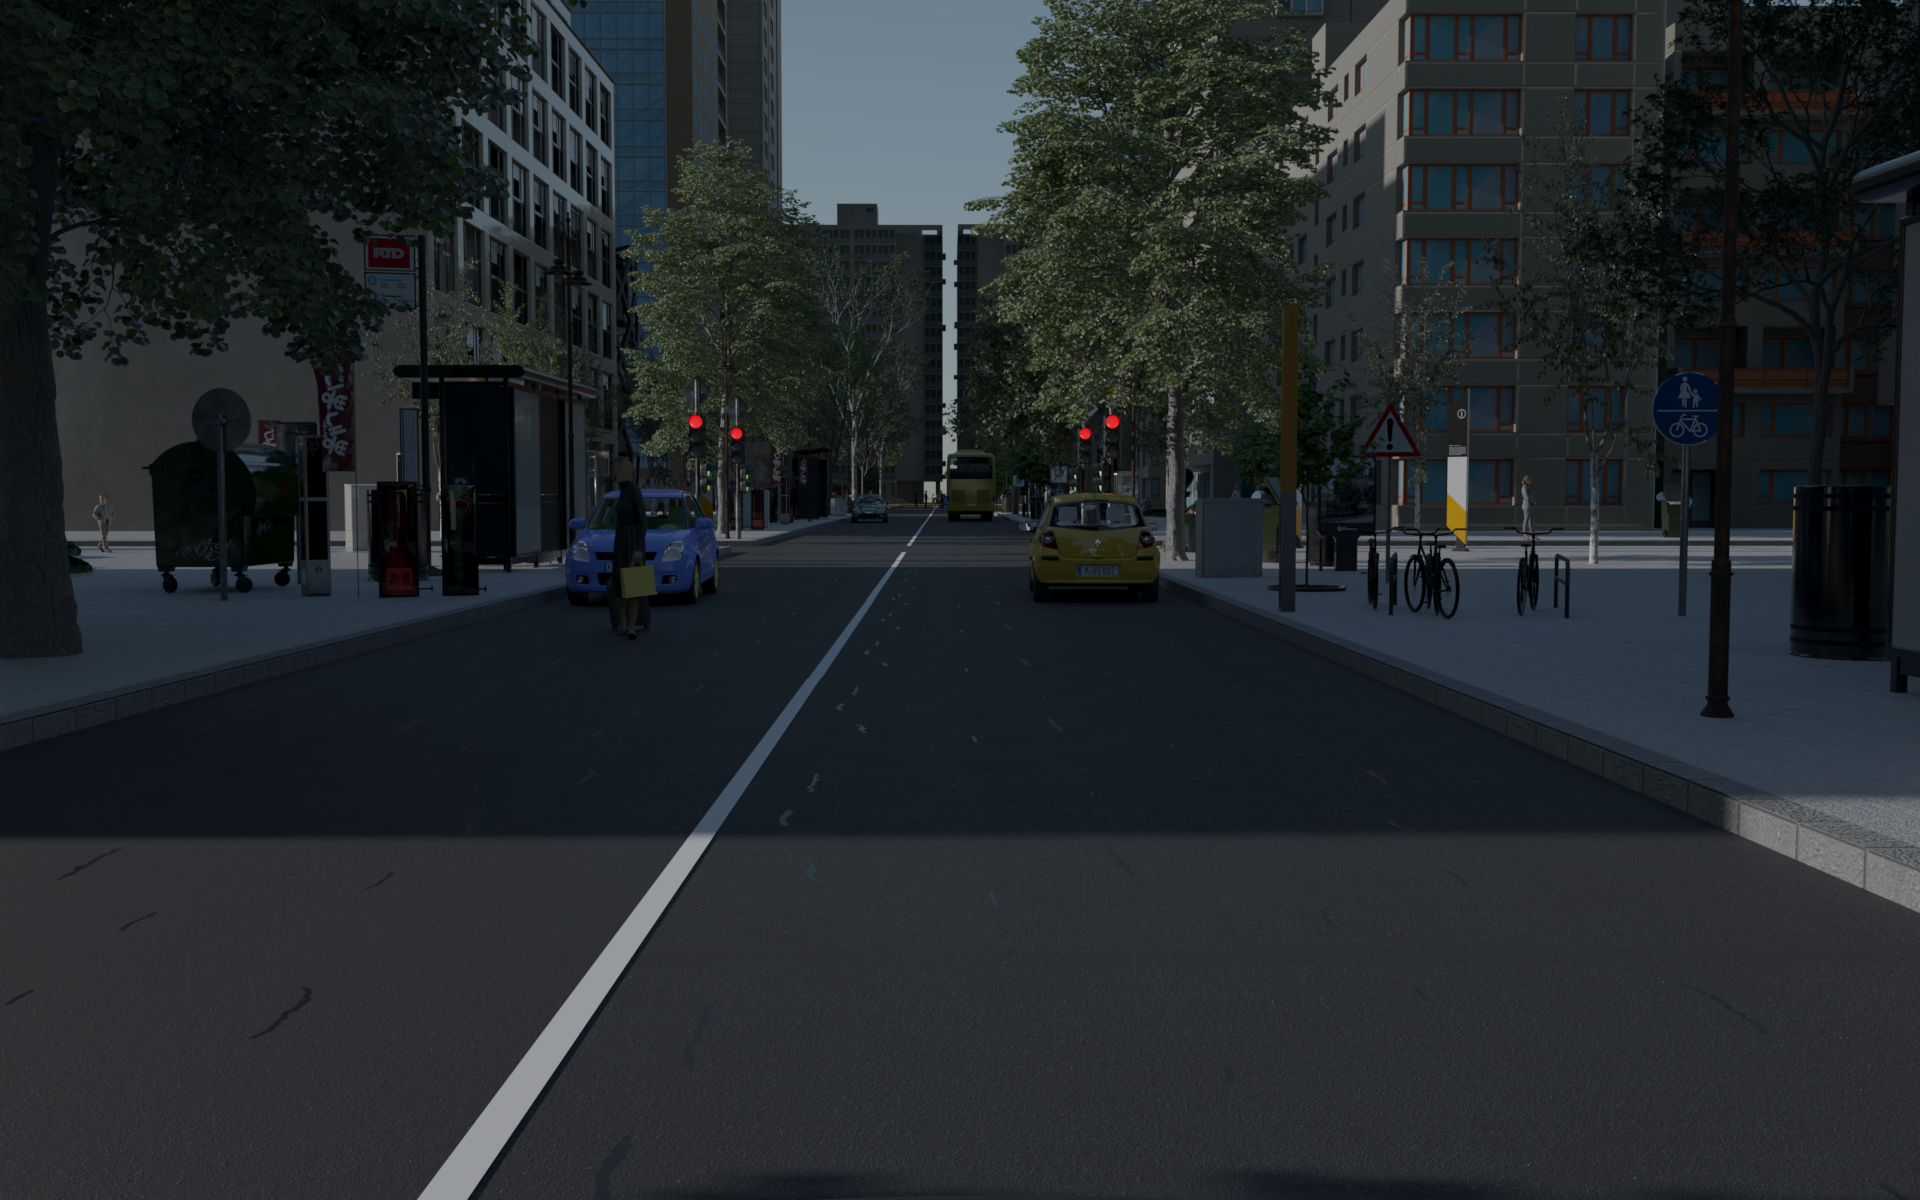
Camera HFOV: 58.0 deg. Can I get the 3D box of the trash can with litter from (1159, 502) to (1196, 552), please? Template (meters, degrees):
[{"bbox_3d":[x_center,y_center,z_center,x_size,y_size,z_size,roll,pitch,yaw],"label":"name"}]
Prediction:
[{"bbox_3d":[4.907,-1.634,38.106,1.055,1.170,0.624,2,4,24],"label":"trash can with litter"}]

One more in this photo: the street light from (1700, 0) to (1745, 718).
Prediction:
[{"bbox_3d":[4.372,-2.265,9.820,0.468,5.910,1.993,0,4,0],"label":"street light"}]

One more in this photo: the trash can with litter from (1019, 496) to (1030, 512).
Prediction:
[{"bbox_3d":[4.579,-6.789,122.059,1.678,1.210,2.233,0,4,-7],"label":"trash can with litter"}]

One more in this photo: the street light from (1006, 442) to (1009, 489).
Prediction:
[{"bbox_3d":[3.356,-9.242,123.887,0.468,5.910,1.993,0,4,0],"label":"street light"}]

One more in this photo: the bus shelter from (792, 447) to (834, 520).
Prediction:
[{"bbox_3d":[-7.545,-6.005,89.458,1.731,3.624,6.357,0,4,0],"label":"bus shelter"}]

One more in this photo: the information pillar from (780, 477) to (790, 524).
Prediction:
[{"bbox_3d":[-7.406,-4.205,73.237,0.304,2.012,0.304,1,4,17],"label":"information pillar"}]

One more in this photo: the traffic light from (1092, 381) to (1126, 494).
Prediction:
[{"bbox_3d":[3.569,-3.192,41.106,0.839,4.253,0.868,0,4,0],"label":"traffic light"}]

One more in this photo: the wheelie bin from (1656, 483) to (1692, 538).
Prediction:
[{"bbox_3d":[21.034,-2.641,51.081,0.980,1.594,0.693,1,4,8],"label":"wheelie bin"}]

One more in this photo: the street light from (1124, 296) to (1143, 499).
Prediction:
[{"bbox_3d":[4.085,-4.154,40.711,0.468,5.910,1.993,0,4,0],"label":"street light"}]

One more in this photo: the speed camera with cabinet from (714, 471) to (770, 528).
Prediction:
[{"bbox_3d":[-8.315,-4.382,65.986,2.038,3.252,0.660,0,4,1],"label":"speed camera with cabinet"}]

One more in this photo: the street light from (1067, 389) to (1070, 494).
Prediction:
[{"bbox_3d":[3.872,-5.434,61.633,0.468,5.910,1.993,0,4,0],"label":"street light"}]

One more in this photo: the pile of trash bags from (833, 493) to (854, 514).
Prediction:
[{"bbox_3d":[-8.096,-6.426,114.820,1.912,1.369,3.447,-1,4,-18],"label":"pile of trash bags"}]

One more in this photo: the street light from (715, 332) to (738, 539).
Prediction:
[{"bbox_3d":[-6.682,-4.701,49.647,0.468,5.910,1.993,0,4,0],"label":"street light"}]

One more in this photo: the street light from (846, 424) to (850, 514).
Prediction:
[{"bbox_3d":[-7.192,-8.482,111.460,0.468,5.910,1.993,0,4,0],"label":"street light"}]

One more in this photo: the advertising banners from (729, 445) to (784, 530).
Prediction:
[{"bbox_3d":[-7.287,-4.028,62.044,2.074,3.025,0.090,0,4,2],"label":"advertising banners"}]

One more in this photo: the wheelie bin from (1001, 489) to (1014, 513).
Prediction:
[{"bbox_3d":[3.273,-6.757,118.387,0.980,1.594,0.693,-3,4,-39],"label":"wheelie bin"}]

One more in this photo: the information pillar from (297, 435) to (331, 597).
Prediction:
[{"bbox_3d":[-8.110,-1.056,21.764,0.304,2.012,0.304,-2,4,-34],"label":"information pillar"}]

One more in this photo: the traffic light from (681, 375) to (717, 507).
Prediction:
[{"bbox_3d":[-6.191,-3.186,41.009,0.839,4.253,0.868,0,4,0],"label":"traffic light"}]

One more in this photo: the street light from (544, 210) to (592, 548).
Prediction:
[{"bbox_3d":[-6.420,-3.410,28.547,0.468,5.910,1.993,0,4,0],"label":"street light"}]

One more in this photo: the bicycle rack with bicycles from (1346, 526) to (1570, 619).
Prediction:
[{"bbox_3d":[5.481,-0.333,18.822,2.852,0.926,2.925,1,4,17],"label":"bicycle rack with bicycles"}]

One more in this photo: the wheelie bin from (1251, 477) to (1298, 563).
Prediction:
[{"bbox_3d":[5.884,-1.507,32.553,0.693,1.594,0.980,3,5,42],"label":"wheelie bin"}]

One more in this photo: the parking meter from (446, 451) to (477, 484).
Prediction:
[{"bbox_3d":[-6.766,-1.091,23.552,0.399,1.863,0.255,-1,4,-14],"label":"parking meter"}]

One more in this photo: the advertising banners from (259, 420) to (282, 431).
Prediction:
[{"bbox_3d":[-16.997,-2.720,40.661,2.074,3.025,0.090,-2,4,-28],"label":"advertising banners"}]

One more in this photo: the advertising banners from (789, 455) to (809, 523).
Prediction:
[{"bbox_3d":[-7.666,-4.943,76.998,2.074,3.025,0.090,1,4,14],"label":"advertising banners"}]

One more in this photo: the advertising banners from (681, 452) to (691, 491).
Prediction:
[{"bbox_3d":[-10.535,-4.231,65.367,0.090,3.025,2.074,1,4,15],"label":"advertising banners"}]

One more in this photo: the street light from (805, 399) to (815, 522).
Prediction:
[{"bbox_3d":[-7.007,-6.592,80.568,0.468,5.910,1.993,0,4,0],"label":"street light"}]

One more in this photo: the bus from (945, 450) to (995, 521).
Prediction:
[{"bbox_3d":[0.554,-6.371,95.720,2.896,3.916,12.252,0,3,0],"label":"bus"}]

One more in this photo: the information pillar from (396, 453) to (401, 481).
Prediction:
[{"bbox_3d":[-9.826,-1.612,30.852,0.304,2.012,0.304,-2,4,-33],"label":"information pillar"}]

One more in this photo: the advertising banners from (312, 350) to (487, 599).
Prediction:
[{"bbox_3d":[-6.934,-1.543,21.421,2.074,3.025,0.090,-2,4,-29],"label":"advertising banners"}]

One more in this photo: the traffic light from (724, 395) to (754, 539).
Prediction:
[{"bbox_3d":[-6.258,-3.674,48.993,0.839,4.253,0.868,0,4,0],"label":"traffic light"}]

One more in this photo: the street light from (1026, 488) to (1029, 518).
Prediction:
[{"bbox_3d":[3.618,-7.331,92.641,0.468,5.910,1.993,0,4,0],"label":"street light"}]

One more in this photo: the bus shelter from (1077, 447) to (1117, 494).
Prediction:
[{"bbox_3d":[6.803,-5.827,86.548,1.731,3.624,6.357,0,4,0],"label":"bus shelter"}]

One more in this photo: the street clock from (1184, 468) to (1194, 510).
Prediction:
[{"bbox_3d":[6.264,-2.669,48.200,0.471,2.002,0.358,1,4,14],"label":"street clock"}]

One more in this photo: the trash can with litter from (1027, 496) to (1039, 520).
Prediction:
[{"bbox_3d":[3.795,-4.630,87.095,0.624,1.170,1.055,1,4,18],"label":"trash can with litter"}]

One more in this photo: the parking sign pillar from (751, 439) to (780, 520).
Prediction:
[{"bbox_3d":[-9.609,-5.925,85.343,1.447,3.967,1.447,-2,4,-34],"label":"parking sign pillar"}]

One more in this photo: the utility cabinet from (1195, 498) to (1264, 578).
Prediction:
[{"bbox_3d":[4.145,-0.950,26.700,1.020,1.237,0.306,-1,4,-17],"label":"utility cabinet"}]

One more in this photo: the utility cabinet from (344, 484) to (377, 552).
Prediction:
[{"bbox_3d":[-13.021,-1.819,38.423,0.318,1.500,1.173,3,5,41],"label":"utility cabinet"}]

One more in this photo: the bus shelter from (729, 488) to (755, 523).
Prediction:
[{"bbox_3d":[-9.796,-5.176,78.559,2.014,3.302,5.546,0,4,0],"label":"bus shelter"}]

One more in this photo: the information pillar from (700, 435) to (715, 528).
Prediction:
[{"bbox_3d":[-9.624,-4.560,65.918,0.504,3.616,0.183,1,4,16],"label":"information pillar"}]

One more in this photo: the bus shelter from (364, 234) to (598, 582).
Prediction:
[{"bbox_3d":[-8.129,-3.174,29.525,2.179,5.291,8.768,0,4,0],"label":"bus shelter"}]

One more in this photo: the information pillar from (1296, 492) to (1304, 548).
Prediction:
[{"bbox_3d":[7.904,-3.024,40.803,0.183,3.616,0.504,3,5,44],"label":"information pillar"}]

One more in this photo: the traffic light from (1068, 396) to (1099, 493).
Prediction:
[{"bbox_3d":[3.503,-3.680,49.091,0.839,4.253,0.868,0,4,0],"label":"traffic light"}]

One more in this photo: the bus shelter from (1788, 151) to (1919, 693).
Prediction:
[{"bbox_3d":[6.839,-1.957,9.626,2.179,5.291,8.768,0,4,-1],"label":"bus shelter"}]

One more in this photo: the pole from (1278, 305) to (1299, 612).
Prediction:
[{"bbox_3d":[3.574,-1.529,18.840,0.158,3.312,0.155,0,3,0],"label":"pole"}]

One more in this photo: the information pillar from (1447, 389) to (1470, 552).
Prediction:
[{"bbox_3d":[11.145,-2.896,38.704,0.183,3.616,0.504,-3,5,-44],"label":"information pillar"}]
